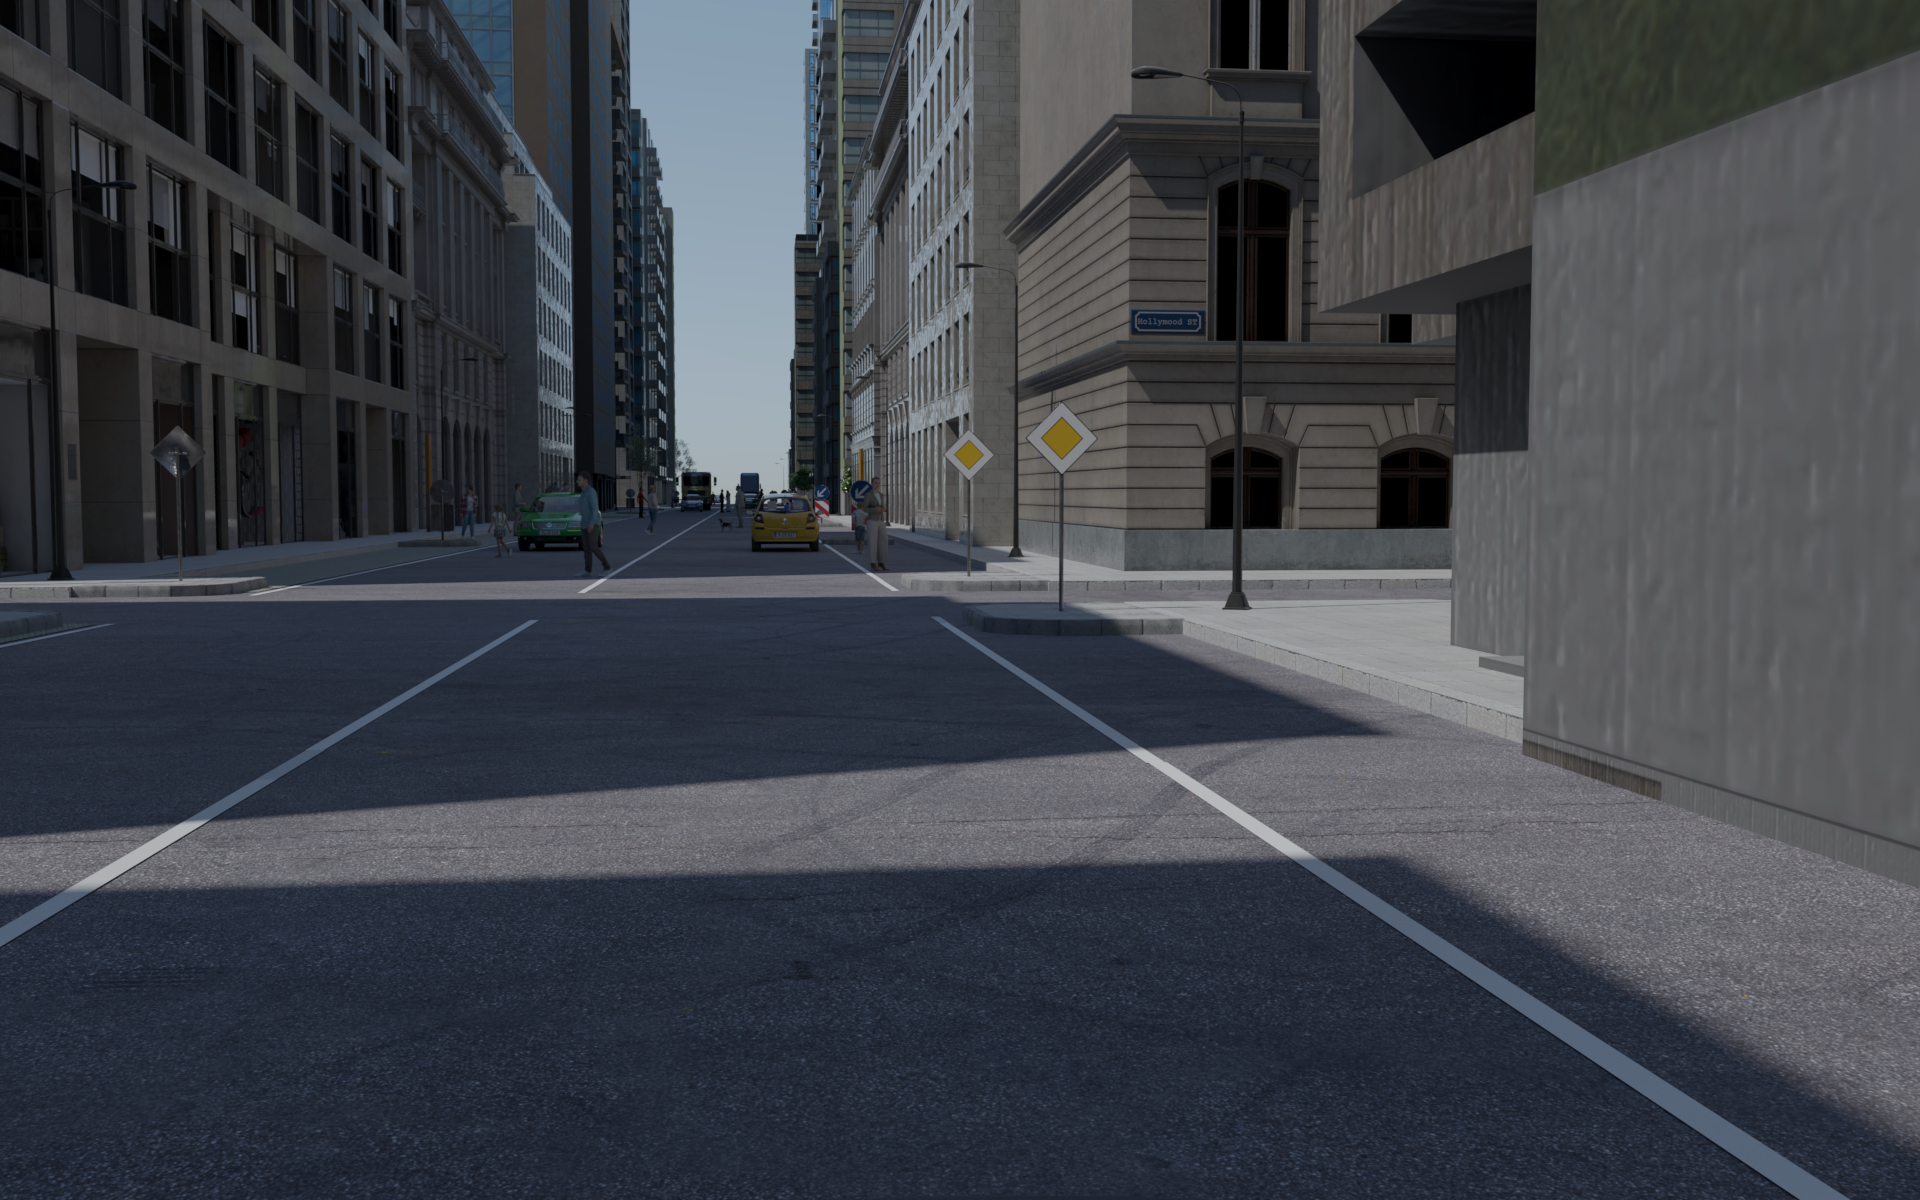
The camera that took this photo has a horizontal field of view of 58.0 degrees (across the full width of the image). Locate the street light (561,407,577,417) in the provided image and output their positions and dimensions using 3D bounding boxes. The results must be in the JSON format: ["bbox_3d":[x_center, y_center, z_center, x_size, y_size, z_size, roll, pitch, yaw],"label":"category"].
[{"bbox_3d":[-21.167,-7.320,92.215,1.470,5.913,1.316,0,4,-7],"label":"street light"}]

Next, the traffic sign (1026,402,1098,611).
[{"bbox_3d":[1.105,-0.935,18.922,0.795,2.450,0.064,0,4,-7],"label":"traffic sign"}]

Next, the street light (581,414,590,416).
[{"bbox_3d":[-22.241,-7.862,101.084,1.470,5.913,1.316,0,4,-7],"label":"street light"}]

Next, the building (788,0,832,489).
[{"bbox_3d":[-12.982,-56.981,244.311,22.319,86.520,31.000,0,4,-7],"label":"building"}]

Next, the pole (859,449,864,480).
[{"bbox_3d":[-4.417,-5.122,77.582,0.158,3.312,0.155,0,3,0],"label":"pole"}]

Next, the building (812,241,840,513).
[{"bbox_3d":[2.957,-17.694,134.344,27.650,21.520,28.899,0,4,-7],"label":"building"}]

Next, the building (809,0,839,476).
[{"bbox_3d":[-2.038,-33.221,162.776,23.786,49.044,30.456,0,4,-7],"label":"building"}]

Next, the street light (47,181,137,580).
[{"bbox_3d":[-12.900,-3.256,25.769,1.470,5.913,1.316,0,4,-7],"label":"street light"}]

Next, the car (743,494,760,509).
[{"bbox_3d":[-17.763,-8.221,146.206,2.131,1.459,4.920,0,4,-8],"label":"car"}]

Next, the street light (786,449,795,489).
[{"bbox_3d":[-16.859,-12.540,177.571,1.470,5.913,1.316,0,4,-7],"label":"street light"}]

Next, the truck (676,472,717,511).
[{"bbox_3d":[-23.146,-9.547,152.019,3.469,3.379,9.791,-1,4,-9],"label":"truck"}]

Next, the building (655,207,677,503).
[{"bbox_3d":[-46.759,-33.983,239.211,14.154,41.232,14.086,0,4,-7],"label":"building"}]

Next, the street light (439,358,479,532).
[{"bbox_3d":[-17.064,-5.287,58.988,1.470,5.913,1.316,0,4,-7],"label":"street light"}]

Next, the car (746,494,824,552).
[{"bbox_3d":[-4.490,-2.094,44.466,2.015,1.641,3.980,0,4,-6],"label":"car"}]

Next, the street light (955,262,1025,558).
[{"bbox_3d":[0.598,-3.812,34.871,1.470,5.913,1.316,0,4,-7],"label":"street light"}]

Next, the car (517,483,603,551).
[{"bbox_3d":[-10.389,-2.223,45.141,1.959,1.807,4.718,0,4,-5],"label":"car"}]

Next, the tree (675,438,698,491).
[{"bbox_3d":[-42.520,-19.800,258.139,7.601,10.594,8.767,0,4,1],"label":"tree"}]

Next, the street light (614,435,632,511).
[{"bbox_3d":[-26.307,-9.946,135.154,1.470,5.913,1.316,0,4,-7],"label":"street light"}]

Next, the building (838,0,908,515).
[{"bbox_3d":[-0.887,-26.181,111.662,14.154,41.232,14.086,0,4,-7],"label":"building"}]

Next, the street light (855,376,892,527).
[{"bbox_3d":[-3.409,-5.845,68.110,1.470,5.913,1.316,0,4,-7],"label":"street light"}]

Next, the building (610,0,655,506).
[{"bbox_3d":[-44.487,-45.994,190.259,20.563,71.187,20.611,0,4,-7],"label":"building"}]

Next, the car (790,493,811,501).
[{"bbox_3d":[-10.975,-6.544,116.590,1.945,1.707,3.694,0,4,-8],"label":"car"}]

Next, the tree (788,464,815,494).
[{"bbox_3d":[-16.552,-12.288,184.620,4.285,4.588,4.351,0,3,0],"label":"tree"}]

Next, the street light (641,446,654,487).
[{"bbox_3d":[-30.423,-11.978,168.379,1.470,5.913,1.316,0,4,-7],"label":"street light"}]

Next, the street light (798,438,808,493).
[{"bbox_3d":[-12.740,-10.487,144.009,1.470,5.913,1.316,0,4,-7],"label":"street light"}]

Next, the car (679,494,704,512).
[{"bbox_3d":[-21.591,-7.791,139.379,2.014,1.417,4.499,-1,4,-9],"label":"car"}]

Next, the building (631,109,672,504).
[{"bbox_3d":[-48.500,-36.484,216.121,23.786,49.044,30.456,0,4,-7],"label":"building"}]

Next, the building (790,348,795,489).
[{"bbox_3d":[-7.063,-22.744,216.901,27.650,21.520,28.899,0,4,-7],"label":"building"}]

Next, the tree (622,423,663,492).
[{"bbox_3d":[-32.505,-13.847,176.759,4.360,8.622,3.978,0,3,0],"label":"tree"}]

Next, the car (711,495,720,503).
[{"bbox_3d":[-33.363,-13.751,237.192,2.083,1.381,4.827,0,4,-5],"label":"car"}]

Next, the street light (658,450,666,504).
[{"bbox_3d":[-32.279,-12.910,183.622,1.470,5.913,1.316,0,4,-7],"label":"street light"}]

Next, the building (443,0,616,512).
[{"bbox_3d":[-34.658,-29.676,135.308,14.600,45.320,14.200,0,4,-7],"label":"building"}]

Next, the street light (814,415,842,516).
[{"bbox_3d":[-7.626,-7.892,101.571,1.470,5.913,1.316,0,4,-7],"label":"street light"}]

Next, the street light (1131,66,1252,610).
[{"bbox_3d":[2.547,-2.844,19.049,1.470,5.913,1.316,0,4,-7],"label":"street light"}]

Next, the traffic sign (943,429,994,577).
[{"bbox_3d":[0.135,-1.419,26.848,0.795,2.450,0.064,0,4,-7],"label":"traffic sign"}]

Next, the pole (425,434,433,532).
[{"bbox_3d":[-17.926,-3.953,58.467,0.158,3.312,0.155,0,3,0],"label":"pole"}]

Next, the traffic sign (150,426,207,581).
[{"bbox_3d":[-11.475,-1.334,25.453,0.795,2.450,0.064,0,4,-7],"label":"traffic sign"}]

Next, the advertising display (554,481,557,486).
[{"bbox_3d":[-20.698,-5.105,88.678,0.123,1.923,0.974,-1,4,-15],"label":"advertising display"}]

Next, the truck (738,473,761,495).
[{"bbox_3d":[-25.683,-13.625,212.529,2.967,4.110,18.799,0,4,-8],"label":"truck"}]

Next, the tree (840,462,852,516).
[{"bbox_3d":[-6.700,-6.682,103.845,1.663,3.219,1.824,0,3,0],"label":"tree"}]

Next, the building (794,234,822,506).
[{"bbox_3d":[-11.566,-25.857,194.456,14.160,30.474,14.107,0,4,-7],"label":"building"}]
